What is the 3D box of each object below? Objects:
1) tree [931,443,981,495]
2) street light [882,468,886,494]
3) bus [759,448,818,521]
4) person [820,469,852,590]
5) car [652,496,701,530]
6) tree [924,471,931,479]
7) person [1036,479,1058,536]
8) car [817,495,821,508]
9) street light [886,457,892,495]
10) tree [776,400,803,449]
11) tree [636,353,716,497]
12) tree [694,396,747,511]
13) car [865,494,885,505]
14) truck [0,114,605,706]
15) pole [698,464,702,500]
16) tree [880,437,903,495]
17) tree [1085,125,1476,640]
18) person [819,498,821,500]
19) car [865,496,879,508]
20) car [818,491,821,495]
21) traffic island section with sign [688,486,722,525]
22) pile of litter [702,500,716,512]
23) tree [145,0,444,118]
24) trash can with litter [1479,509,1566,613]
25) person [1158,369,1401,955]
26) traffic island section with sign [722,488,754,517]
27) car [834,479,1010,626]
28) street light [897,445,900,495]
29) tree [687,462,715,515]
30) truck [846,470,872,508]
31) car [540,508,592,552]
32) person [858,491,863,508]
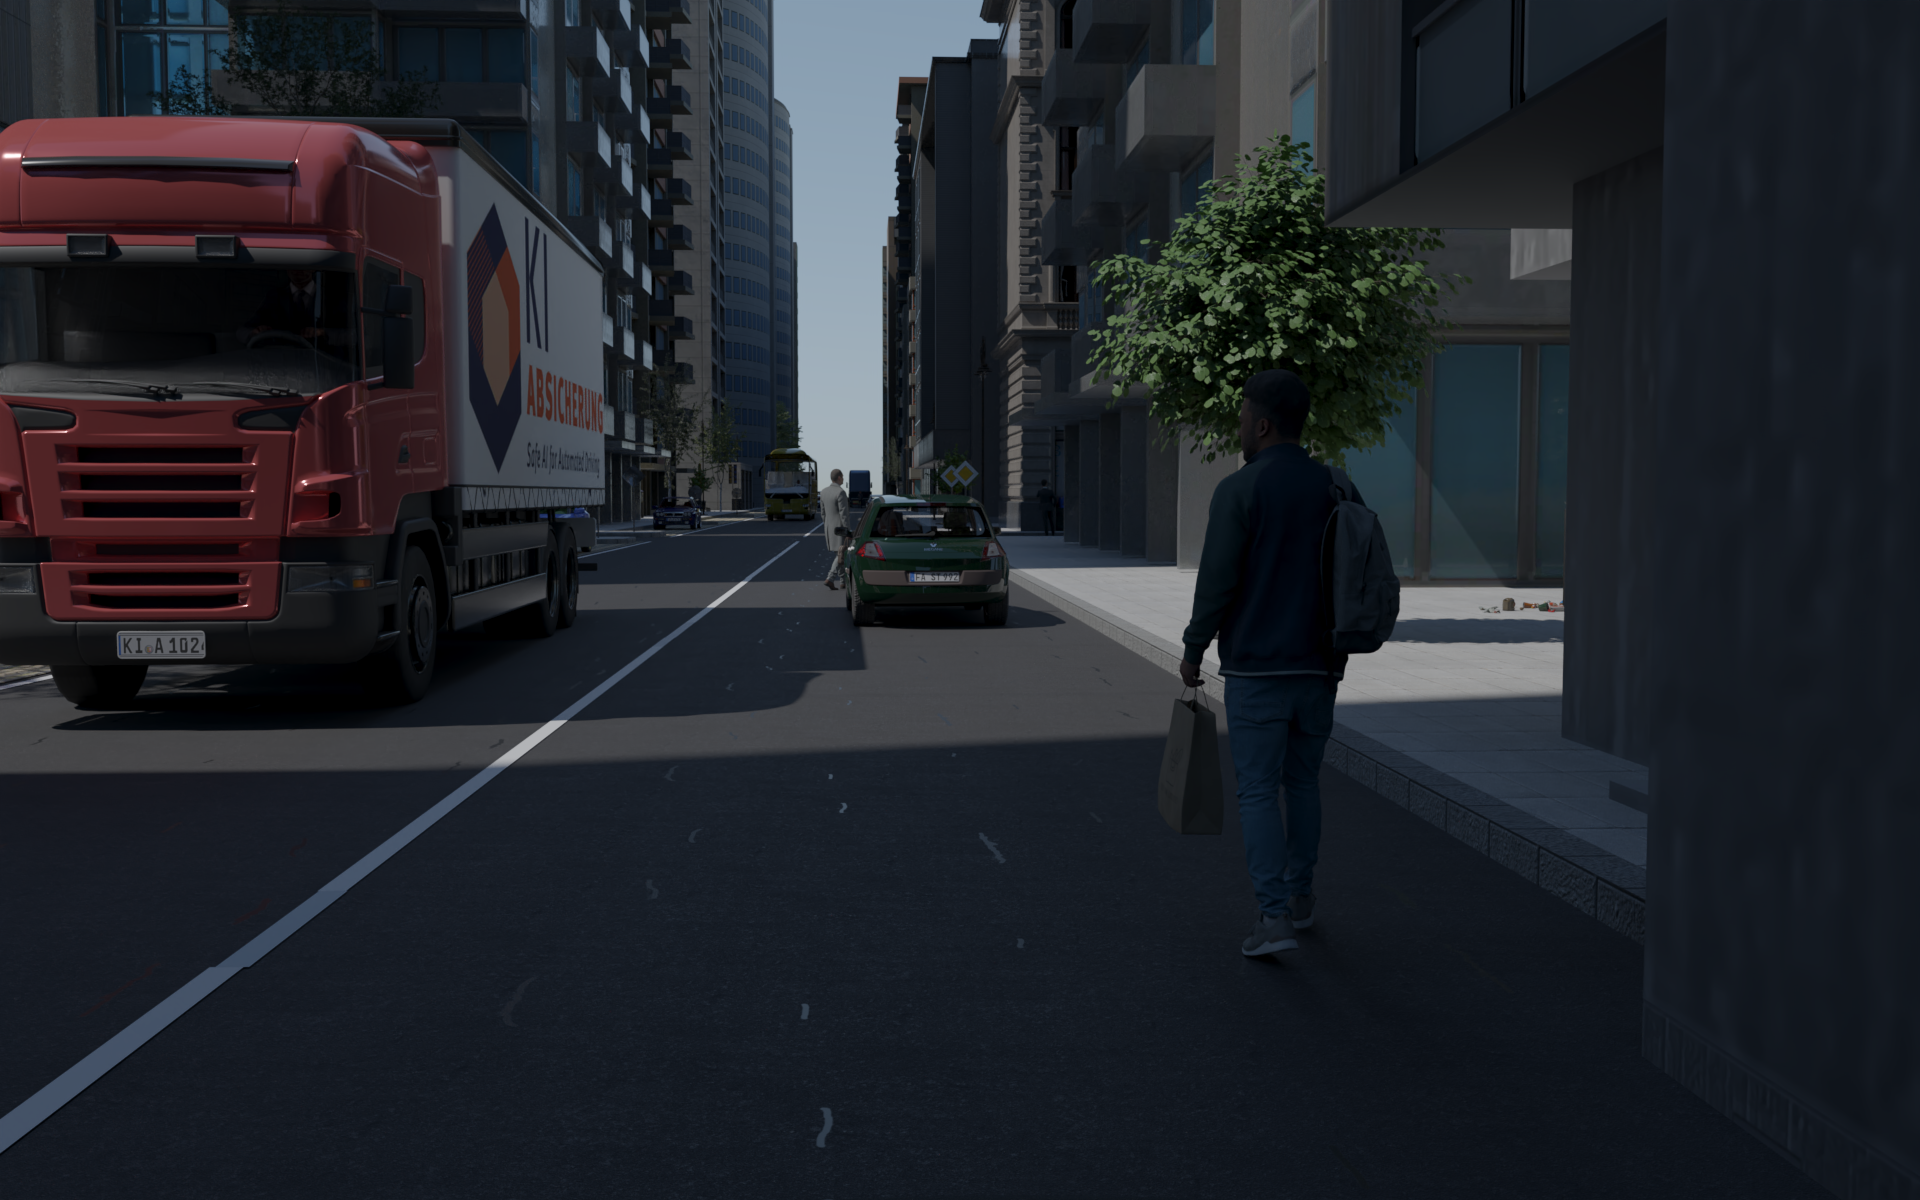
[{"bbox_3d":[-0.039,-4.342,65.587,1.663,3.219,1.824,0,3,0],"label":"tree"},{"bbox_3d":[-10.371,-16.572,243.732,0.468,5.910,1.993,0,4,-3],"label":"street light"},{"bbox_3d":[-9.418,-6.450,97.006,2.896,3.916,12.252,0,4,-3],"label":"bus"},{"bbox_3d":[-1.797,-1.064,26.002,0.767,1.812,0.694,-3,5,-40],"label":"person"},{"bbox_3d":[-11.472,-3.533,70.337,1.945,1.354,3.894,0,4,-4],"label":"car"},{"bbox_3d":[-0.466,-4.791,72.935,1.663,3.219,1.824,0,3,0],"label":"tree"},{"bbox_3d":[2.720,-2.857,54.575,0.648,1.900,0.474,-1,4,-18],"label":"person"},{"bbox_3d":[-12.761,-8.570,152.694,1.945,1.354,3.894,0,4,-4],"label":"car"},{"bbox_3d":[-8.409,-14.514,210.097,0.468,5.910,1.993,0,4,-3],"label":"street light"},{"bbox_3d":[-22.576,-17.827,209.592,7.486,12.596,7.792,0,3,0],"label":"tree"},{"bbox_3d":[-15.099,-8.615,91.219,4.360,8.622,3.978,0,3,0],"label":"tree"},{"bbox_3d":[-17.778,-10.885,128.325,4.737,8.622,4.395,0,3,0],"label":"tree"},{"bbox_3d":[-5.795,-6.819,123.500,2.014,1.417,4.499,0,4,-3],"label":"car"},{"bbox_3d":[-5.103,-1.607,15.183,2.839,4.237,11.283,0,4,-4],"label":"truck"},{"bbox_3d":[-17.559,-7.526,116.887,0.158,3.312,0.155,0,3,0],"label":"pole"},{"bbox_3d":[-8.013,-16.541,220.802,4.360,8.622,3.978,0,3,0],"label":"tree"},{"bbox_3d":[2.901,-1.944,15.504,4.285,4.588,4.351,0,3,0],"label":"tree"},{"bbox_3d":[-11.343,-8.454,146.817,1.348,1.812,0.705,2,4,25],"label":"person"},{"bbox_3d":[-5.164,-6.078,111.958,1.945,1.354,3.894,0,4,-1],"label":"car"},{"bbox_3d":[-16.295,-12.118,206.794,2.281,1.827,5.304,0,4,-4],"label":"car"},{"bbox_3d":[-12.293,-4.402,80.594,1.989,1.847,2.006,0,4,-3],"label":"traffic island section with sign"},{"bbox_3d":[-18.749,-6.910,126.948,1.719,0.858,1.176,0,4,-4],"label":"pile of litter"},{"bbox_3d":[-12.494,-5.996,32.444,8.767,10.594,7.601,1,4,15],"label":"tree"},{"bbox_3d":[6.580,-0.506,19.325,2.233,1.210,1.678,-2,4,-26],"label":"trash can with litter"},{"bbox_3d":[0.962,0.184,5.482,0.794,1.824,0.713,0,4,-2],"label":"person"},{"bbox_3d":[-13.868,-6.079,108.025,1.989,1.847,2.006,0,4,-3],"label":"traffic island section with sign"},{"bbox_3d":[-0.455,-0.640,20.252,2.009,1.686,4.222,0,4,-5],"label":"car"},{"bbox_3d":[-5.720,-11.553,161.676,0.468,5.910,1.993,0,4,-3],"label":"street light"},{"bbox_3d":[-15.648,-6.739,104.792,1.663,3.219,1.824,0,3,0],"label":"tree"},{"bbox_3d":[-10.700,-12.101,187.609,2.967,4.110,18.799,0,4,-5],"label":"truck"},{"bbox_3d":[-9.845,-1.936,41.247,1.945,1.707,3.694,0,4,-3],"label":"car"},{"bbox_3d":[-9.930,-10.057,173.454,0.617,1.759,0.750,-1,4,-20],"label":"person"}]
